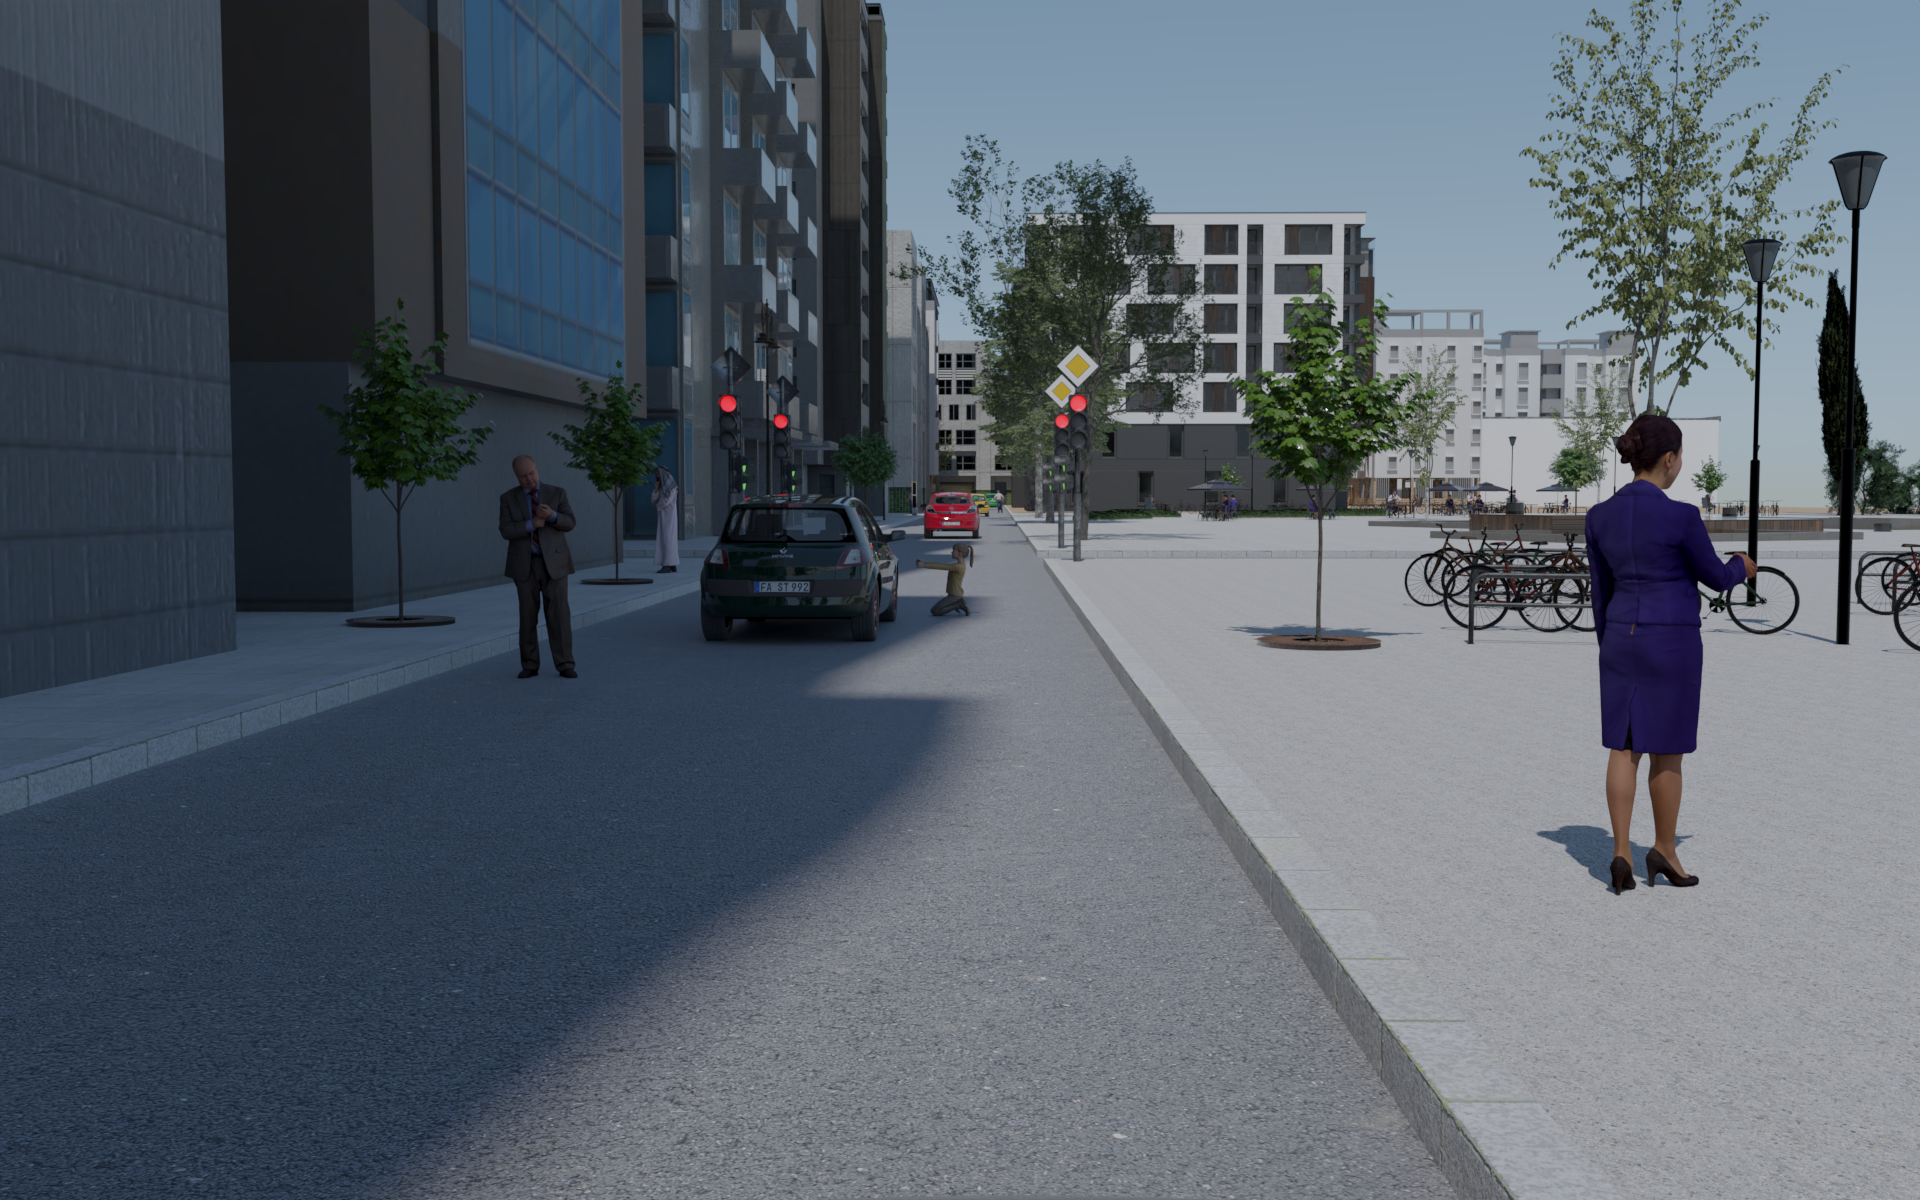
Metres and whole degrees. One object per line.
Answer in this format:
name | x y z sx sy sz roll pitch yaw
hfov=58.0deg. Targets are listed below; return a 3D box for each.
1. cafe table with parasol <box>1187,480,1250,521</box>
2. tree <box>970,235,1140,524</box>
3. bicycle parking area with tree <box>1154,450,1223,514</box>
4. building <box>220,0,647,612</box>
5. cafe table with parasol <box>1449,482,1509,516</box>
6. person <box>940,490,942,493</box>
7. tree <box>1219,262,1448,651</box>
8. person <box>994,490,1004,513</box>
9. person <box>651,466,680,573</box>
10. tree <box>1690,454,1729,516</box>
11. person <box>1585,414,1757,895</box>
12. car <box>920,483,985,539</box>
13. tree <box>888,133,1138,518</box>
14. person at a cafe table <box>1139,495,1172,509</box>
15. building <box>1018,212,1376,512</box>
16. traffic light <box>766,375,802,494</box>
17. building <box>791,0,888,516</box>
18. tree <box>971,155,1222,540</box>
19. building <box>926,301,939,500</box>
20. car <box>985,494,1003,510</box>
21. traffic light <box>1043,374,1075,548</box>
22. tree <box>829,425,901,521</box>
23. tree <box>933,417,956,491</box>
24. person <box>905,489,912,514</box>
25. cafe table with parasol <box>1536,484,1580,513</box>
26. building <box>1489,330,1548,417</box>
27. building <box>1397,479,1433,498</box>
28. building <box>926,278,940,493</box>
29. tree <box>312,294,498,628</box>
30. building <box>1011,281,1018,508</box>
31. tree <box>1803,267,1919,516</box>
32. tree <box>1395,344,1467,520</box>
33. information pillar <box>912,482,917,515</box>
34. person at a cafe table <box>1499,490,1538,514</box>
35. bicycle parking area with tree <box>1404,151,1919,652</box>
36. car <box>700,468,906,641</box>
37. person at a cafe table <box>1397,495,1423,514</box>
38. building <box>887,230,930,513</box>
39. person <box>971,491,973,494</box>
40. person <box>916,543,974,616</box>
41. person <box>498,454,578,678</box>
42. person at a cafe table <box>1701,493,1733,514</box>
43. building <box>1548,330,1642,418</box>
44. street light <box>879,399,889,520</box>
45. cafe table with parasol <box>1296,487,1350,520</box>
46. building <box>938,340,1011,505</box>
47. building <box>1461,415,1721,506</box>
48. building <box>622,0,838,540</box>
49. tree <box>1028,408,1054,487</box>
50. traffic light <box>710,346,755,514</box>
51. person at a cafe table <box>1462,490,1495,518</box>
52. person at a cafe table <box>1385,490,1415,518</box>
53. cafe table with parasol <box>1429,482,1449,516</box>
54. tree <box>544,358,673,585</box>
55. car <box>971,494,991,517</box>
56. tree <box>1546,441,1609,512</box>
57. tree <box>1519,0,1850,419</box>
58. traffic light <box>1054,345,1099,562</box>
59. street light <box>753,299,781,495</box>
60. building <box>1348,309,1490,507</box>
cafe table with parasol | 12.054 -4.705 81.789 2.610 1.966 2.610 2 4 29
tree | 4.224 -9.586 74.854 7.486 12.596 7.792 0 3 0
bicycle parking area with tree | 16.870 -7.513 109.848 9.016 4.147 8.231 -1 4 -12
building | -13.142 -22.909 24.666 14.200 45.320 14.600 0 4 1
cafe table with parasol | 29.582 -5.664 97.474 2.610 1.966 2.610 -3 5 -40
person | -1.827 -10.036 171.065 0.436 1.711 0.756 -1 4 -15
tree | 2.963 -1.229 14.694 1.663 3.219 1.824 0 3 0
person | 2.933 -7.405 130.513 0.756 1.711 0.436 0 4 3
person | -4.828 -1.319 28.277 0.551 1.740 0.621 3 4 39
tree | 36.317 -5.478 84.161 1.663 3.219 1.824 0 3 0
person | 2.301 0.168 5.660 0.453 1.535 0.546 2 4 35
car | -0.256 -2.924 56.856 2.155 1.783 4.494 0 4 1
tree | 3.059 -14.454 92.211 12.611 20.169 13.585 0 3 0
person at a cafe table | 11.468 -5.623 102.804 1.698 1.238 1.726 2 4 28
building | 19.159 -18.231 142.052 27.936 21.610 32.646 0 4 1
traffic light | -4.170 -3.179 40.891 0.839 4.253 0.868 0 4 1
building | -11.502 -19.919 97.370 14.160 30.474 14.107 0 4 1
tree | 3.723 -6.923 47.595 7.601 10.594 8.767 1 4 16
building | -9.876 -18.184 153.729 16.016 20.091 11.380 0 4 1
car | 2.956 -9.107 157.694 1.959 1.807 4.718 0 4 0
traffic light | 2.370 -3.171 40.772 0.839 4.253 0.868 0 4 1
tree | -4.474 -5.997 81.764 4.285 4.588 4.351 0 3 0
tree | -2.504 -12.946 162.028 4.737 8.622 4.395 0 3 0
person | -3.120 -6.289 110.831 0.435 1.587 0.963 2 4 27
cafe table with parasol | 37.642 -6.374 109.080 2.610 1.966 2.610 3 5 41
building | 61.309 -21.407 206.428 11.380 20.091 16.016 0 4 1
building | 41.519 -16.004 203.814 28.070 9.664 9.099 0 4 1
building | -18.717 -20.454 178.391 32.646 21.610 27.936 0 4 1
tree | -5.465 -1.362 16.875 1.663 3.219 1.824 0 3 0
building | 19.100 -20.259 175.209 27.936 21.610 32.646 0 4 1
tree | 57.044 -12.431 105.073 13.155 14.587 18.604 1 4 8
tree | 22.526 -8.185 84.181 4.737 8.622 4.395 0 3 0
information pillar | -2.748 -6.138 104.846 0.304 2.012 0.304 0 4 4
person at a cafe table | 30.218 -5.228 93.992 1.698 1.524 1.622 3 5 41
bicycle parking area with tree | 8.415 -1.838 17.061 9.016 4.147 8.231 2 4 30
car | -1.606 -0.519 18.276 2.009 1.686 4.222 0 4 2
person at a cafe table | 29.797 -6.357 114.798 1.726 1.238 1.698 -1 4 -9
building | -11.305 -16.252 132.181 16.747 18.905 31.486 0 4 1
person | 0.961 -8.641 150.493 0.721 1.736 1.217 0 4 -4
person | -0.185 -0.244 20.417 0.695 0.859 0.347 0 4 2
person | -3.270 -0.262 13.475 0.565 1.739 0.600 -3 4 -37
person at a cafe table | 48.321 -6.273 111.083 1.622 1.524 1.698 -1 4 -23
building | 72.777 -21.403 206.357 11.380 20.091 16.016 0 4 1
street light | -3.719 -6.842 84.662 0.468 5.910 1.993 0 4 1
cafe table with parasol | 18.131 -4.999 86.606 2.610 1.966 2.610 2 4 30
building | 11.000 -20.863 207.571 31.486 18.905 16.747 0 4 1
building | 67.580 -14.979 187.045 28.070 9.664 9.099 0 4 1
building | -16.887 -26.894 59.333 23.786 49.044 30.456 0 4 1
tree | 5.572 -10.532 122.568 4.737 8.622 4.395 0 3 0
traffic light | -4.336 -2.690 32.908 0.839 4.253 0.868 0 4 1
person at a cafe table | 28.149 -5.243 94.232 1.622 1.524 1.698 2 4 28
person at a cafe table | 23.350 -5.125 92.306 1.698 1.524 1.622 -2 4 -25
cafe table with parasol | 28.587 -5.912 101.528 2.610 1.966 2.610 0 3 0
tree | -4.840 -1.841 24.697 1.663 3.219 1.824 0 3 0
car | 0.971 -6.105 110.044 2.015 1.641 3.980 0 4 -1
tree | 36.070 -7.205 101.512 4.285 4.588 4.351 0 3 0
tree | 9.953 -4.527 24.377 4.737 8.622 4.395 0 3 0
traffic light | 2.205 -2.683 32.789 0.839 4.253 0.868 0 4 1
street light | -4.567 -4.181 41.143 0.468 5.910 1.993 0 4 1
building | 47.792 -20.028 183.878 11.380 20.091 16.016 0 4 1
